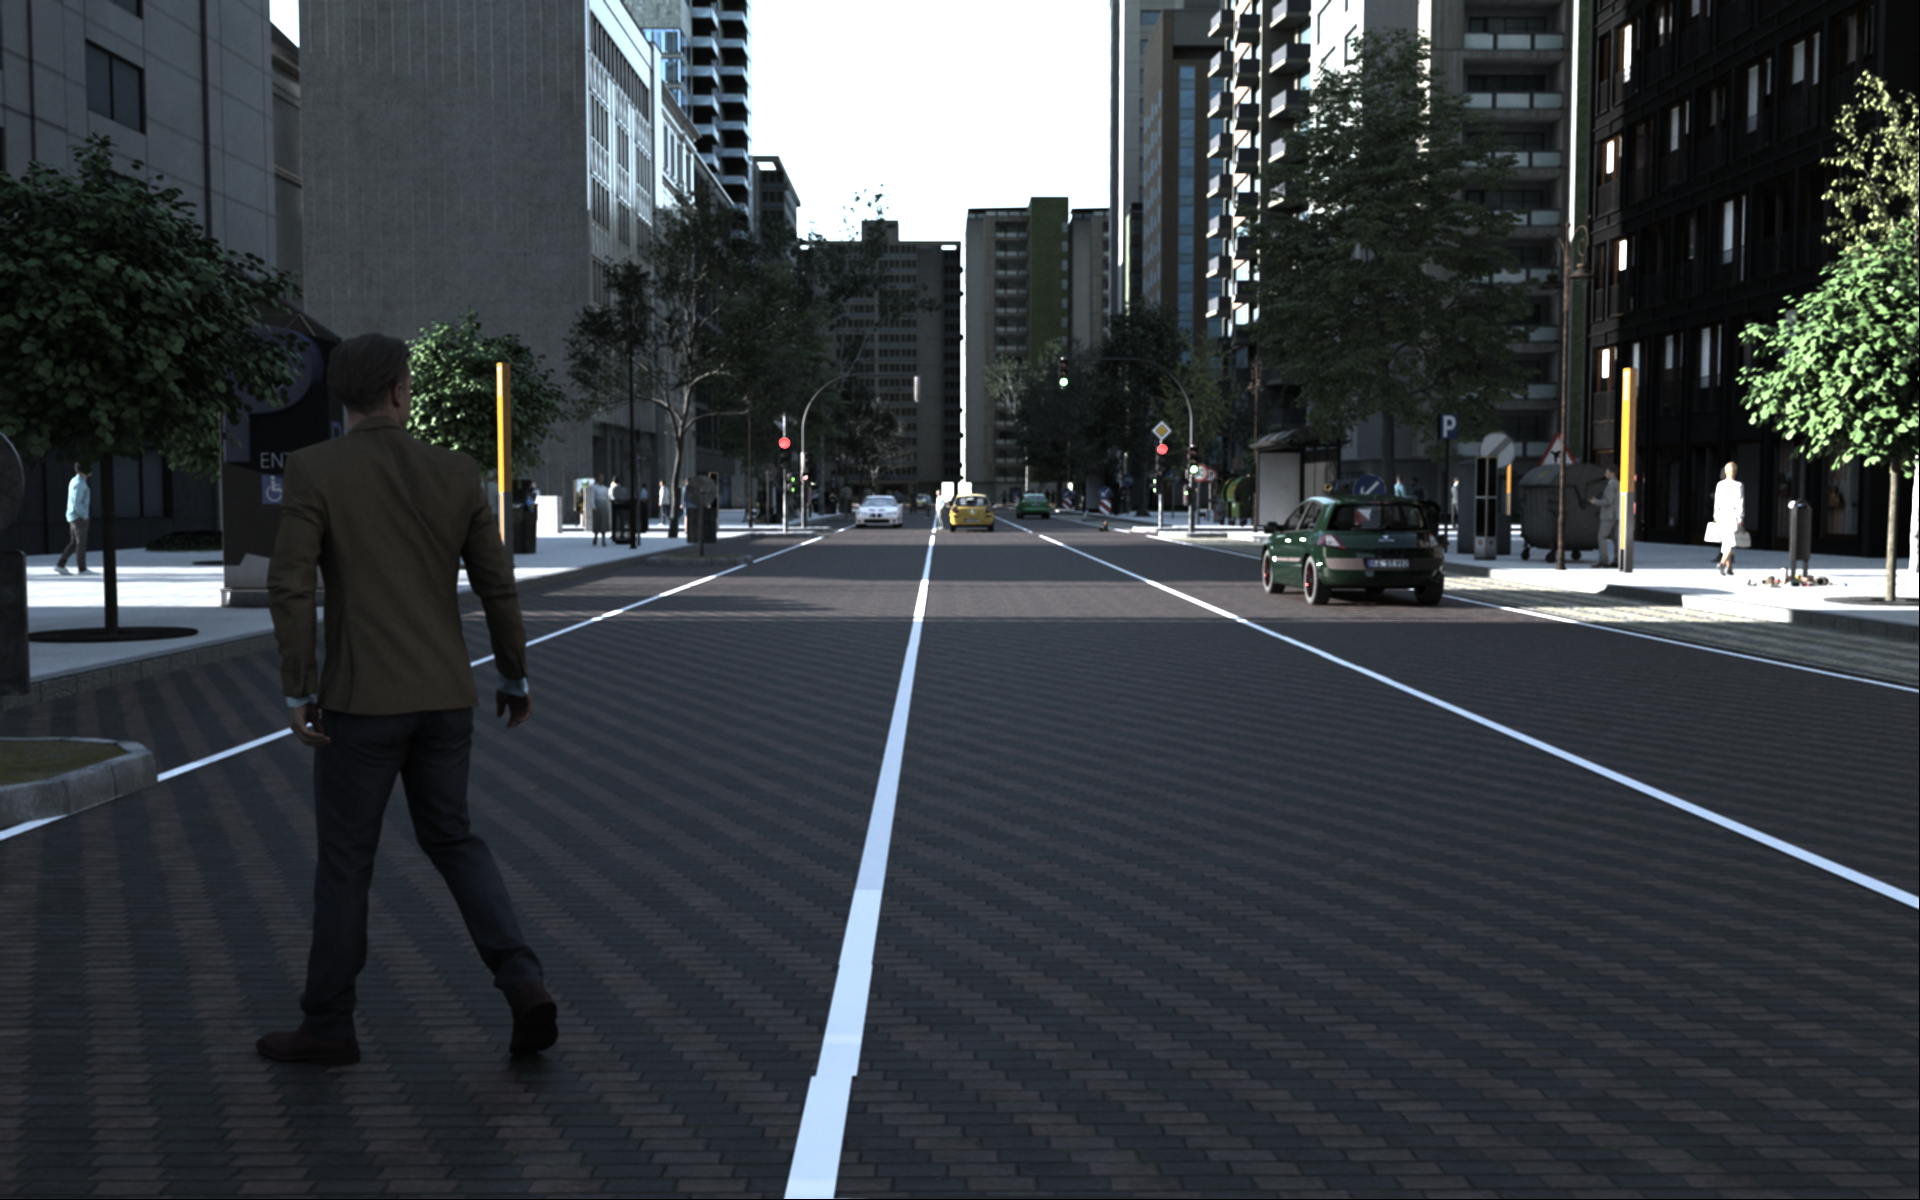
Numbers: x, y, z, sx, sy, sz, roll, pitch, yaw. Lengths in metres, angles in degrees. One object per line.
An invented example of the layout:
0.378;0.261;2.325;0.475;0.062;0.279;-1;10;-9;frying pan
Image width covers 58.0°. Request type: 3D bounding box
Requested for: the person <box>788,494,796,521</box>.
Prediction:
-8.152;-4.474;83.469;0.475;1.303;0.640;0;4;-5;person

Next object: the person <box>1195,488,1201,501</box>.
19.581;-8.386;143.183;0.705;1.821;1.348;3;4;37;person

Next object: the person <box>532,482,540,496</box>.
-17.485;-3.971;71.329;0.694;1.780;0.624;0;4;6;person

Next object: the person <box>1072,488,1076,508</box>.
10.324;-9.324;158.357;0.709;1.838;0.599;2;4;28;person

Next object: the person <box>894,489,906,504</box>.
-5.117;-8.289;144.005;1.348;1.826;0.705;1;4;21;person

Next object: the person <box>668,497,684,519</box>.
-14.473;-4.740;89.035;1.012;1.151;0.738;3;5;42;person

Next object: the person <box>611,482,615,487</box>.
-13.227;-3.678;66.369;0.537;1.800;0.526;2;4;26;person

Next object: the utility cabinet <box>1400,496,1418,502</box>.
12.058;-2.206;47.226;0.306;1.237;1.020;-1;4;-18;utility cabinet

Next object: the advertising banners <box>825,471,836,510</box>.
-10.095;-8.221;130.607;2.074;3.025;0.090;3;4;38;advertising banners

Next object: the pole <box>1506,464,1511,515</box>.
21.037;-4.436;66.377;0.158;3.312;0.155;0;3;0;pole

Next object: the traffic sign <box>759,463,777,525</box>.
-7.856;-4.322;70.771;0.768;2.556;0.104;0;4;6;traffic sign

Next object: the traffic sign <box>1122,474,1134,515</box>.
10.380;-6.546;107.133;0.768;2.556;0.104;0;4;1;traffic sign

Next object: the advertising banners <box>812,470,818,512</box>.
-10.507;-7.966;126.429;0.090;3.025;2.074;1;4;9;advertising banners

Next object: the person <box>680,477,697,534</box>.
-8.672;-3.024;55.515;0.581;1.822;0.654;-2;4;-35;person

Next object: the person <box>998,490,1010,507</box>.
4.761;-10.846;185.843;1.348;1.823;0.705;-1;4;-13;person

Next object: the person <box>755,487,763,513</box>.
-13.344;-6.895;118.993;1.509;1.804;0.699;-1;4;-15;person

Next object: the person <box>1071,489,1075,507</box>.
11.633;-10.520;178.054;1.348;1.823;0.705;3;5;39;person

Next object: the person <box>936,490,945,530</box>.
-0.820;-3.654;70.060;0.330;1.601;0.589;-1;4;-17;person

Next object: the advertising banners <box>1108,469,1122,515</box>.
9.765;-6.883;108.728;0.090;3.025;2.074;2;4;29;advertising banners

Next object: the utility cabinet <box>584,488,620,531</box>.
-12.139;-3.064;58.770;1.173;1.500;0.318;-1;4;-15;utility cabinet

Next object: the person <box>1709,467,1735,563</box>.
14.152;-1.589;32.209;0.526;1.800;0.537;3;5;45;person

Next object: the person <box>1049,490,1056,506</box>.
10.297;-11.333;192.060;1.217;1.735;0.721;3;4;38;person

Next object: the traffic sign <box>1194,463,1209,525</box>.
9.973;-4.412;72.243;0.768;2.556;0.104;0;4;7;traffic sign

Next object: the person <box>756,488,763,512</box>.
-14.014;-7.000;121.089;0.593;1.750;0.643;-1;4;-17;person

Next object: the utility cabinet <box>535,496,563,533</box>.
-13.516;-2.784;56.681;1.020;1.237;0.306;1;4;21;utility cabinet

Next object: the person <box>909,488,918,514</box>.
-3.429;-7.276;127.271;0.655;1.846;0.447;-1;4;-12;person

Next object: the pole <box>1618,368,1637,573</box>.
10.861;-2.099;28.161;0.158;3.312;0.155;0;3;0;pole

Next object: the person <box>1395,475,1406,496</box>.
12.777;-2.734;50.609;0.748;1.841;0.638;0;4;-6;person

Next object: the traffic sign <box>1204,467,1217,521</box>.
11.700;-4.974;81.435;0.768;2.556;0.104;0;4;4;traffic sign

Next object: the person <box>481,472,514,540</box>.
-9.465;-1.749;35.123;0.782;1.767;0.515;-2;4;-23;person

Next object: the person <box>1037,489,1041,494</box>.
5.329;-6.899;121.508;0.699;1.804;1.509;3;5;39;person

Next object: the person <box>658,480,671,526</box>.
-11.831;-3.905;69.736;0.795;1.843;0.661;1;4;16;person

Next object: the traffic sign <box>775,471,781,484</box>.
-9.508;-5.387;88.184;0.768;2.556;0.104;0;4;8;traffic sign

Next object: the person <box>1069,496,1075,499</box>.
9.605;-8.657;150.810;0.991;1.433;0.599;-2;4;-25;person

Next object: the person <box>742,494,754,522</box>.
-9.595;-4.168;78.464;0.475;1.303;0.640;3;5;42;person

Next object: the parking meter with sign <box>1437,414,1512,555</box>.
11.044;-2.496;37.074;0.543;3.016;1.738;-2;4;-31;parking meter with sign

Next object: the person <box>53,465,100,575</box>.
-13.985;-1.303;27.360;0.620;1.820;0.660;-3;5;-39;person

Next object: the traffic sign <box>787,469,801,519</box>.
-8.545;-5.422;88.761;0.768;2.556;0.104;0;4;5;traffic sign

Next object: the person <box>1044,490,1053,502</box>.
8.551;-9.905;168.809;1.217;1.723;0.721;2;4;30;person

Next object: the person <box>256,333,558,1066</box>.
-1.384;0.247;4.380;0.836;1.842;0.656;1;4;16;person

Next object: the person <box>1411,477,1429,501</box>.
14.280;-2.960;54.423;0.794;1.824;0.713;-1;4;-23;person

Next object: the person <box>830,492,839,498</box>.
-16.065;-12.949;220.936;1.217;1.735;0.721;1;4;9;person

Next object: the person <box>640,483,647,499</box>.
-15.119;-4.681;82.844;0.793;1.790;0.793;-2;4;-24;person

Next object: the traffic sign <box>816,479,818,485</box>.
-9.805;-7.297;121.442;0.606;2.300;0.079;1;4;9;traffic sign

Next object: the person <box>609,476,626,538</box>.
-9.943;-2.696;50.297;0.511;1.800;0.466;-2;4;-25;person

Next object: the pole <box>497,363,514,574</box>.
-7.097;-2.030;27.035;0.158;3.312;0.155;0;3;0;pole

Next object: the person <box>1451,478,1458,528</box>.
18.820;-3.670;65.402;0.474;1.900;0.648;-1;4;-13;person

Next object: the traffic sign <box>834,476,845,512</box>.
-8.507;-7.479;122.393;0.768;2.556;0.104;0;4;0;traffic sign

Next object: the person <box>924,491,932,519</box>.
-1.866;-5.559;101.199;0.330;1.601;0.589;2;4;30;person

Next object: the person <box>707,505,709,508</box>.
-14.261;-5.670;98.630;0.818;1.842;0.514;-3;5;-41;person

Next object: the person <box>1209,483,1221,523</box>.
11.498;-4.342;77.392;0.716;1.782;0.532;0;4;-2;person

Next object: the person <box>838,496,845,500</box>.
-12.590;-10.959;186.017;1.217;1.735;0.721;2;4;32;person

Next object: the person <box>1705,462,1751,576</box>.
12.019;-1.270;27.153;0.624;1.780;0.694;-1;4;-20;person

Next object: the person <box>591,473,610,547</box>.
-8.863;-2.217;42.521;0.478;1.798;0.641;-2;4;-26;person

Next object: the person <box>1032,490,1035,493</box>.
9.083;-12.817;215.566;1.348;1.831;0.705;1;4;13;person

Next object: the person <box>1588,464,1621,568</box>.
11.291;-1.467;30.234;0.583;1.804;0.606;3;4;36;person
